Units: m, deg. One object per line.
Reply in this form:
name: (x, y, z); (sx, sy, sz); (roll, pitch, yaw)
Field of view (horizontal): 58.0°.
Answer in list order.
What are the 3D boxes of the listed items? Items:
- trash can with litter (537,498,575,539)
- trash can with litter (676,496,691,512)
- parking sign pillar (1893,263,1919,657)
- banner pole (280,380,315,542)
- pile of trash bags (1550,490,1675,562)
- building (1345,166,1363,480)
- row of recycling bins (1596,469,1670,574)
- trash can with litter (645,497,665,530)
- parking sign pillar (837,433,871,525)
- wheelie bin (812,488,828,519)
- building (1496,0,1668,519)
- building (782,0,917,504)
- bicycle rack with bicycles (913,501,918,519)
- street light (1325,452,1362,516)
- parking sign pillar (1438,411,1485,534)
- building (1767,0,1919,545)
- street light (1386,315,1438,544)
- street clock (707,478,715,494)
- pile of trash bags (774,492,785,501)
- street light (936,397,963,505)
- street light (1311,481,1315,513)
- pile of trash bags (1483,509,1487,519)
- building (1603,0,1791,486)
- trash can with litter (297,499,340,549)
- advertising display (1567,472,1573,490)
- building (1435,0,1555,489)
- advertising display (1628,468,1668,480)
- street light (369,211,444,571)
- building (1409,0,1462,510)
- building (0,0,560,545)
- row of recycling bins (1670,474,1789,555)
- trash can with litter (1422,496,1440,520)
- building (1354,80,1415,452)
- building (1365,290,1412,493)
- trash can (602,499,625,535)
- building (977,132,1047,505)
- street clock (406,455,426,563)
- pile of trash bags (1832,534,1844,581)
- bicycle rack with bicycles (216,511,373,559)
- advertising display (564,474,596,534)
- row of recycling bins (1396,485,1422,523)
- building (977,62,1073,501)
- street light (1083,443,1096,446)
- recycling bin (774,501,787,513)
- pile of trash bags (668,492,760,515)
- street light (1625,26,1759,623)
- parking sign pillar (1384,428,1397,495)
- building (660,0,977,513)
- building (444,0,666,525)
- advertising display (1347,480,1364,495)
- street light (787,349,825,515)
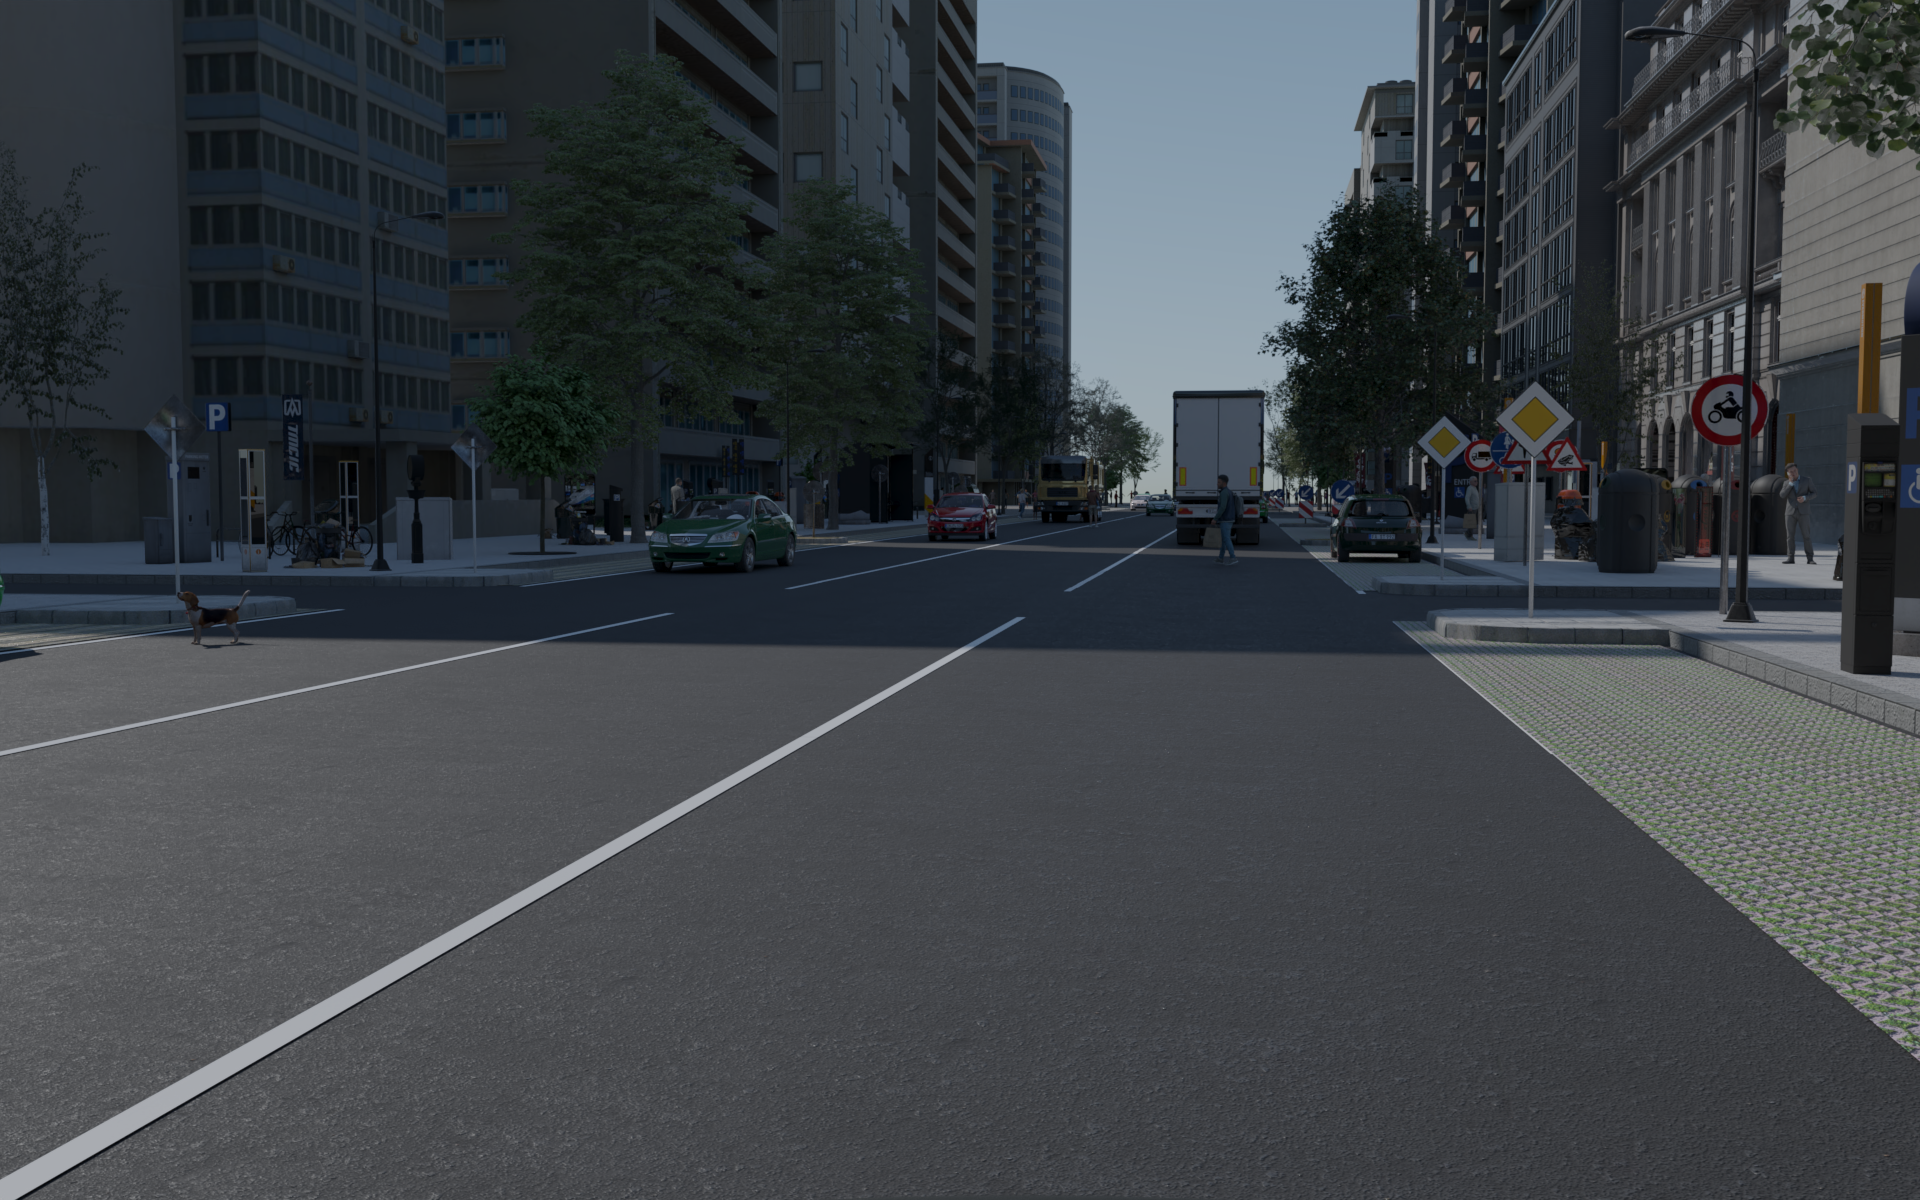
trash can with litter: (-11.585, -2.341, 49.669); (1.055, 1.170, 0.624); (0, 4, -3)
trash can with litter: (-7.791, -2.460, 51.285); (2.233, 1.210, 1.678); (-3, 5, -45)
parking sign pillar: (8.071, -1.561, 13.987); (1.447, 3.967, 1.447); (-3, 5, -39)
banner pole: (-14.521, -2.945, 38.167); (0.863, 3.779, 0.401); (0, 4, 2)
pile of trash bags: (12.591, -1.497, 34.224); (1.912, 1.369, 3.447); (0, 4, -4)
building: (65.136, -37.857, 242.659); (21.300, 48.544, 21.600); (1, 4, 9)
row of recycling bins: (11.391, -1.370, 29.516); (1.069, 1.692, 3.534); (1, 4, 20)
trash can with litter: (-10.986, -3.054, 61.322); (1.055, 1.170, 0.624); (1, 4, 17)
parking sign pillar: (-4.488, -5.167, 72.955); (1.447, 3.967, 1.447); (-1, 4, -19)
wheelie bin: (-7.214, -4.967, 89.115); (0.980, 1.594, 0.693); (2, 4, 26)
building: (35.359, -17.804, 84.598); (14.314, 27.812, 24.014); (1, 4, 9)
building: (-18.650, -32.407, 119.095); (28.713, 52.752, 27.495); (1, 4, 9)
bicycle rack with bicycles: (-3.218, -4.656, 89.502); (2.852, 0.926, 2.925); (0, 4, -2)
street light: (16.101, -6.079, 71.933); (1.470, 5.913, 1.316); (1, 4, 9)
parking sign pillar: (16.160, -4.113, 55.713); (1.447, 3.967, 1.447); (3, 5, 40)
building: (42.785, -15.913, 36.597); (44.131, 29.872, 17.030); (1, 4, 9)
street light: (11.725, -4.425, 44.887); (1.470, 5.913, 1.316); (1, 4, 9)
street clock: (-10.953, -4.397, 76.462); (0.358, 2.002, 0.471); (1, 4, 22)
pile of trash bags: (-8.507, -4.120, 77.118); (1.912, 1.369, 3.447); (1, 4, 12)
street light: (-0.560, -6.757, 83.022); (1.470, 5.913, 1.316); (1, 4, 9)
street light: (20.538, -7.750, 99.261); (1.470, 5.913, 1.316); (1, 4, 9)
pile of trash bags: (26.064, -4.837, 88.842); (1.912, 1.369, 3.447); (0, 4, 1)
building: (31.881, -13.396, 60.823); (13.314, 21.916, 24.055); (1, 4, 9)
trash can with litter: (-14.476, -1.704, 39.246); (0.624, 1.170, 1.055); (1, 4, 20)
advertising display: (17.590, -2.731, 49.872); (0.123, 1.923, 0.974); (1, 4, 11)
building: (45.310, -28.466, 120.046); (22.147, 44.769, 28.867); (1, 4, 9)
advertising display: (16.857, -2.284, 42.563); (0.974, 1.923, 0.123); (2, 4, 28)
street light: (-9.163, -3.435, 28.708); (1.470, 5.913, 1.316); (1, 4, 9)
building: (49.604, -37.051, 147.790); (21.231, 58.520, 28.212); (1, 4, 9)
building: (-29.872, -22.075, 52.800); (32.217, 40.220, 23.993); (1, 4, 9)
row of recycling bins: (15.795, -1.799, 36.520); (3.534, 1.692, 1.069); (0, 4, -6)
trash can with litter: (23.350, -4.528, 85.094); (2.233, 1.210, 1.678); (0, 4, -3)
building: (64.587, -38.396, 217.019); (28.713, 52.752, 27.495); (1, 4, 9)
building: (53.538, -26.100, 198.437); (14.160, 30.474, 14.107); (1, 4, 9)
trash can: (-10.769, -2.582, 53.868); (0.748, 1.137, 0.748); (0, 3, 0)
building: (-1.295, -34.025, 210.934); (22.147, 44.769, 28.867); (1, 4, 9)
street clock: (-10.063, -1.682, 32.070); (0.358, 2.002, 0.471); (-2, 4, -29)
pile of trash bags: (14.315, -0.909, 24.620); (3.447, 1.369, 1.912); (2, 4, 31)
bicycle rack with bicycles: (-13.861, -1.350, 35.457); (2.925, 0.926, 2.852); (2, 4, 35)
advertising display: (-12.107, -3.059, 55.224); (0.974, 1.923, 0.123); (0, 4, -7)
row of recycling bins: (20.048, -4.355, 78.310); (1.069, 1.692, 3.534); (0, 4, -2)
building: (3.544, -42.605, 238.590); (21.231, 58.520, 28.212); (1, 4, 9)
street light: (11.732, -11.396, 158.867); (1.470, 5.913, 1.316); (1, 4, 9)
recycling bin: (-6.420, -2.908, 60.092); (0.722, 1.027, 0.722); (2, 4, 32)
pile of trash bags: (-8.645, -3.107, 60.552); (3.447, 1.369, 1.912); (0, 4, 3)
street light: (7.312, -2.738, 17.311); (1.470, 5.913, 1.316); (1, 4, 9)
parking sign pillar: (17.509, -5.023, 70.600); (1.447, 3.967, 1.447); (1, 4, 19)
building: (-10.681, -31.783, 143.348); (21.300, 48.544, 21.600); (1, 4, 9)
building: (-21.527, -28.051, 82.339); (21.300, 48.544, 21.600); (1, 4, 9)
advertising display: (17.520, -4.395, 77.078); (0.123, 1.923, 0.974); (-3, 5, -41)
street light: (-5.004, -5.082, 55.640); (1.470, 5.913, 1.316); (1, 4, 9)
